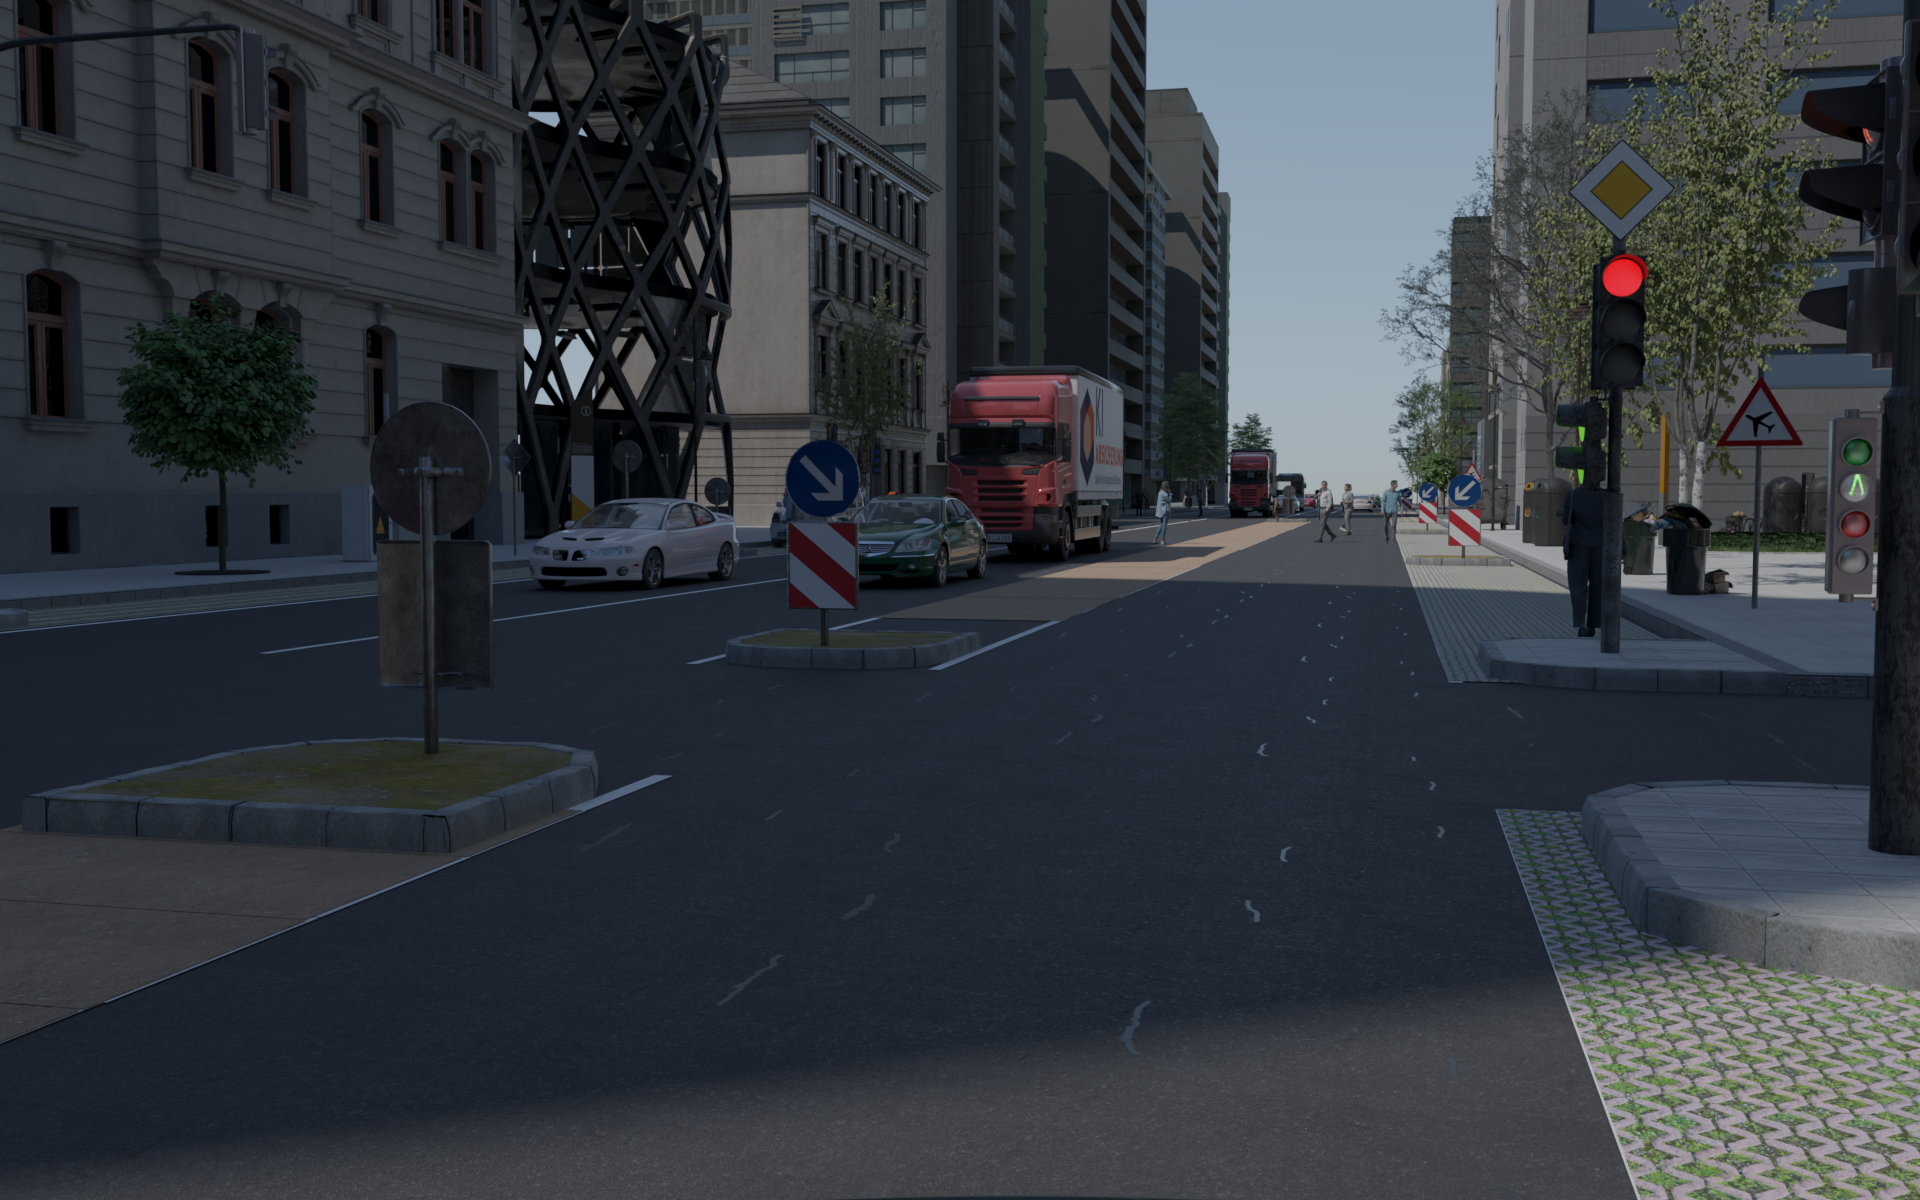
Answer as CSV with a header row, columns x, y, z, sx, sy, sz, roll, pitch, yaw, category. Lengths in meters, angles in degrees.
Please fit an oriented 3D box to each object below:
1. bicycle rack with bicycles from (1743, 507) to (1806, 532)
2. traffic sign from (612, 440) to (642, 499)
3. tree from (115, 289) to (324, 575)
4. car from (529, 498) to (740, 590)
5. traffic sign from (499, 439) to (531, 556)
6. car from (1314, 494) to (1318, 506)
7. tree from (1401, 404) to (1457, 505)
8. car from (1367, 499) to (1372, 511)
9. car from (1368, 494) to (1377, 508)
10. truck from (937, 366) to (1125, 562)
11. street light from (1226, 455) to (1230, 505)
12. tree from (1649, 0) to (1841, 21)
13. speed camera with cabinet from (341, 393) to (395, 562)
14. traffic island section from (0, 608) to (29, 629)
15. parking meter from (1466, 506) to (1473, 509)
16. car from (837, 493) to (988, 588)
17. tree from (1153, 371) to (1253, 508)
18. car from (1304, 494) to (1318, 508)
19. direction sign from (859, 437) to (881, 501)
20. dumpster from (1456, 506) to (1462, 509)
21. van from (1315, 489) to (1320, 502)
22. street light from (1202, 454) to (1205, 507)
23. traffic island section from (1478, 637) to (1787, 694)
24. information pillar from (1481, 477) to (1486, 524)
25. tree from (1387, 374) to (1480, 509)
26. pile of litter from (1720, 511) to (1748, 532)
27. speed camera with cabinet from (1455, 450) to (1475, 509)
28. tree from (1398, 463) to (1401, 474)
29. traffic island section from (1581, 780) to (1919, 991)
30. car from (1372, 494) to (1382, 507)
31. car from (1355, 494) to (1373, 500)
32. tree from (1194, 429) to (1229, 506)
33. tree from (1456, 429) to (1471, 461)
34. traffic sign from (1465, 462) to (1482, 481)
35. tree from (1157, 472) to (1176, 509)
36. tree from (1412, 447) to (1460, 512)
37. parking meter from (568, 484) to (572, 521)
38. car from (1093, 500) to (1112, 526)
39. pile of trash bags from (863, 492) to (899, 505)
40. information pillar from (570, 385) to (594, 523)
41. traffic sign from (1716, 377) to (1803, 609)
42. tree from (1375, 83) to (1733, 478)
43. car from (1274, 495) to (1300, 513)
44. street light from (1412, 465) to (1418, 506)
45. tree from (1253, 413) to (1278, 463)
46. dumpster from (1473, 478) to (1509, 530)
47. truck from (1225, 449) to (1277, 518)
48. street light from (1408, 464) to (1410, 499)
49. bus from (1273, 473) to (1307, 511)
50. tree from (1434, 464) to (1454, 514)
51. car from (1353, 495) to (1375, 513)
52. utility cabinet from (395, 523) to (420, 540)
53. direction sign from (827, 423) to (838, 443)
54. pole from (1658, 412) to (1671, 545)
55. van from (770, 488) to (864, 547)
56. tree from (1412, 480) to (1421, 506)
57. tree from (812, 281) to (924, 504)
x,y,z,sx,sy,sz,roll,pitch,yaw,category
22.839,-2.093,47.606,2.925,0.926,2.852,-1,4,-13,bicycle rack with bicycles
-7.880,-2.498,40.944,0.768,2.556,0.104,1,4,18,traffic sign
-11.897,-2.695,27.771,4.285,4.588,4.351,0,3,0,tree
-5.086,-0.933,27.614,2.083,1.381,4.827,1,4,15,car
-9.274,-2.132,36.051,0.795,2.450,0.064,1,4,22,traffic sign
42.583,-12.345,210.638,1.959,1.807,4.718,1,4,15,car
39.027,-11.655,140.920,4.737,8.622,4.395,0,3,0,tree
33.724,-8.183,146.151,2.083,1.381,4.827,1,4,13,car
42.026,-10.196,178.712,2.014,1.417,4.499,1,4,12,car
1.887,-3.141,40.268,2.839,4.237,11.283,1,4,12,truck
30.898,-13.884,199.784,0.468,5.910,1.993,1,4,14,street light
10.266,-4.512,24.141,4.737,8.622,4.395,0,3,0,tree
-11.198,-2.391,33.435,0.660,3.252,2.038,1,4,8,speed camera with cabinet
-11.230,0.261,18.014,2.009,0.180,2.903,1,4,14,traffic island section
20.021,-3.658,68.214,0.372,1.533,0.369,0,3,0,parking meter
-0.798,-1.003,28.198,2.131,1.459,4.920,1,4,13,car
21.466,-14.834,160.660,7.486,12.596,7.792,0,3,0,tree
34.828,-10.069,173.668,2.155,1.783,4.494,1,4,13,car
-3.597,-4.722,69.196,0.876,3.537,0.379,-1,4,-20,direction sign
22.325,-4.284,75.810,1.264,1.857,1.865,1,4,13,dumpster
45.716,-13.087,218.360,2.240,2.365,5.245,1,4,16,van
24.521,-12.314,174.113,0.468,5.910,1.993,1,4,14,street light
5.282,0.505,14.017,2.009,0.180,2.903,1,4,14,traffic island section
22.180,-4.241,73.829,0.304,2.012,0.304,-3,5,-44,information pillar
40.762,-13.668,149.228,9.928,11.665,9.643,0,3,0,tree
19.796,-1.874,44.610,1.176,0.858,1.719,-1,4,-9,pile of litter
23.015,-5.162,78.734,0.660,3.252,2.038,0,4,5,speed camera with cabinet
44.992,-13.341,168.492,4.737,8.622,4.395,0,3,0,tree
3.399,0.980,6.256,2.009,0.180,2.903,1,4,14,traffic island section
44.910,-10.801,188.386,2.131,1.459,4.920,1,4,15,car
36.271,-8.972,156.482,2.009,1.686,4.222,1,4,13,car
25.741,-14.047,180.024,4.360,8.622,3.978,0,3,0,tree
14.550,-5.441,39.317,4.737,8.622,4.395,0,3,0,tree
20.882,-4.326,70.732,0.884,2.594,0.081,1,4,14,traffic sign
18.278,-9.706,153.292,1.663,3.219,1.824,0,3,0,tree
33.711,-8.491,122.548,4.285,4.588,4.351,0,3,0,tree
-9.304,-2.056,42.019,0.372,1.533,0.369,0,3,0,parking meter
4.955,-3.545,69.756,2.131,1.459,4.920,1,4,15,car
-3.207,-3.467,66.444,1.912,1.369,3.447,2,4,25,pile of trash bags
-8.134,-2.815,37.387,0.504,3.616,0.183,-1,4,-15,information pillar
8.907,-1.183,19.342,0.884,2.594,0.081,1,4,22,traffic sign
17.736,-8.629,51.448,12.009,13.543,11.850,0,3,0,tree
25.160,-7.407,133.467,2.083,1.381,4.827,1,4,14,car
49.977,-13.239,189.240,0.468,5.910,1.993,1,4,14,street light
40.537,-19.789,241.675,7.486,12.596,7.792,0,3,0,tree
19.029,-3.448,62.137,1.264,1.857,1.865,1,4,14,dumpster
18.479,-7.356,109.182,2.839,4.237,11.283,1,4,13,truck
56.300,-14.847,215.530,0.468,5.910,1.993,1,4,14,street light
27.983,-9.318,147.215,2.948,3.499,13.247,1,4,12,bus
31.271,-7.126,111.110,1.663,3.219,1.824,0,3,0,tree
31.199,-7.491,134.832,2.083,1.381,4.827,1,4,14,car
-11.719,-1.557,36.612,0.306,1.237,1.020,1,4,13,utility cabinet
-4.081,-3.876,55.369,0.379,3.537,0.876,1,4,17,direction sign
17.583,-3.021,43.233,0.158,3.312,0.155,0,3,0,pole
-3.876,-2.470,47.400,2.013,2.044,4.112,1,4,13,van
51.185,-12.113,192.650,1.663,3.219,1.824,0,3,0,tree
-3.272,-6.750,60.724,4.737,8.622,4.395,0,3,0,tree
